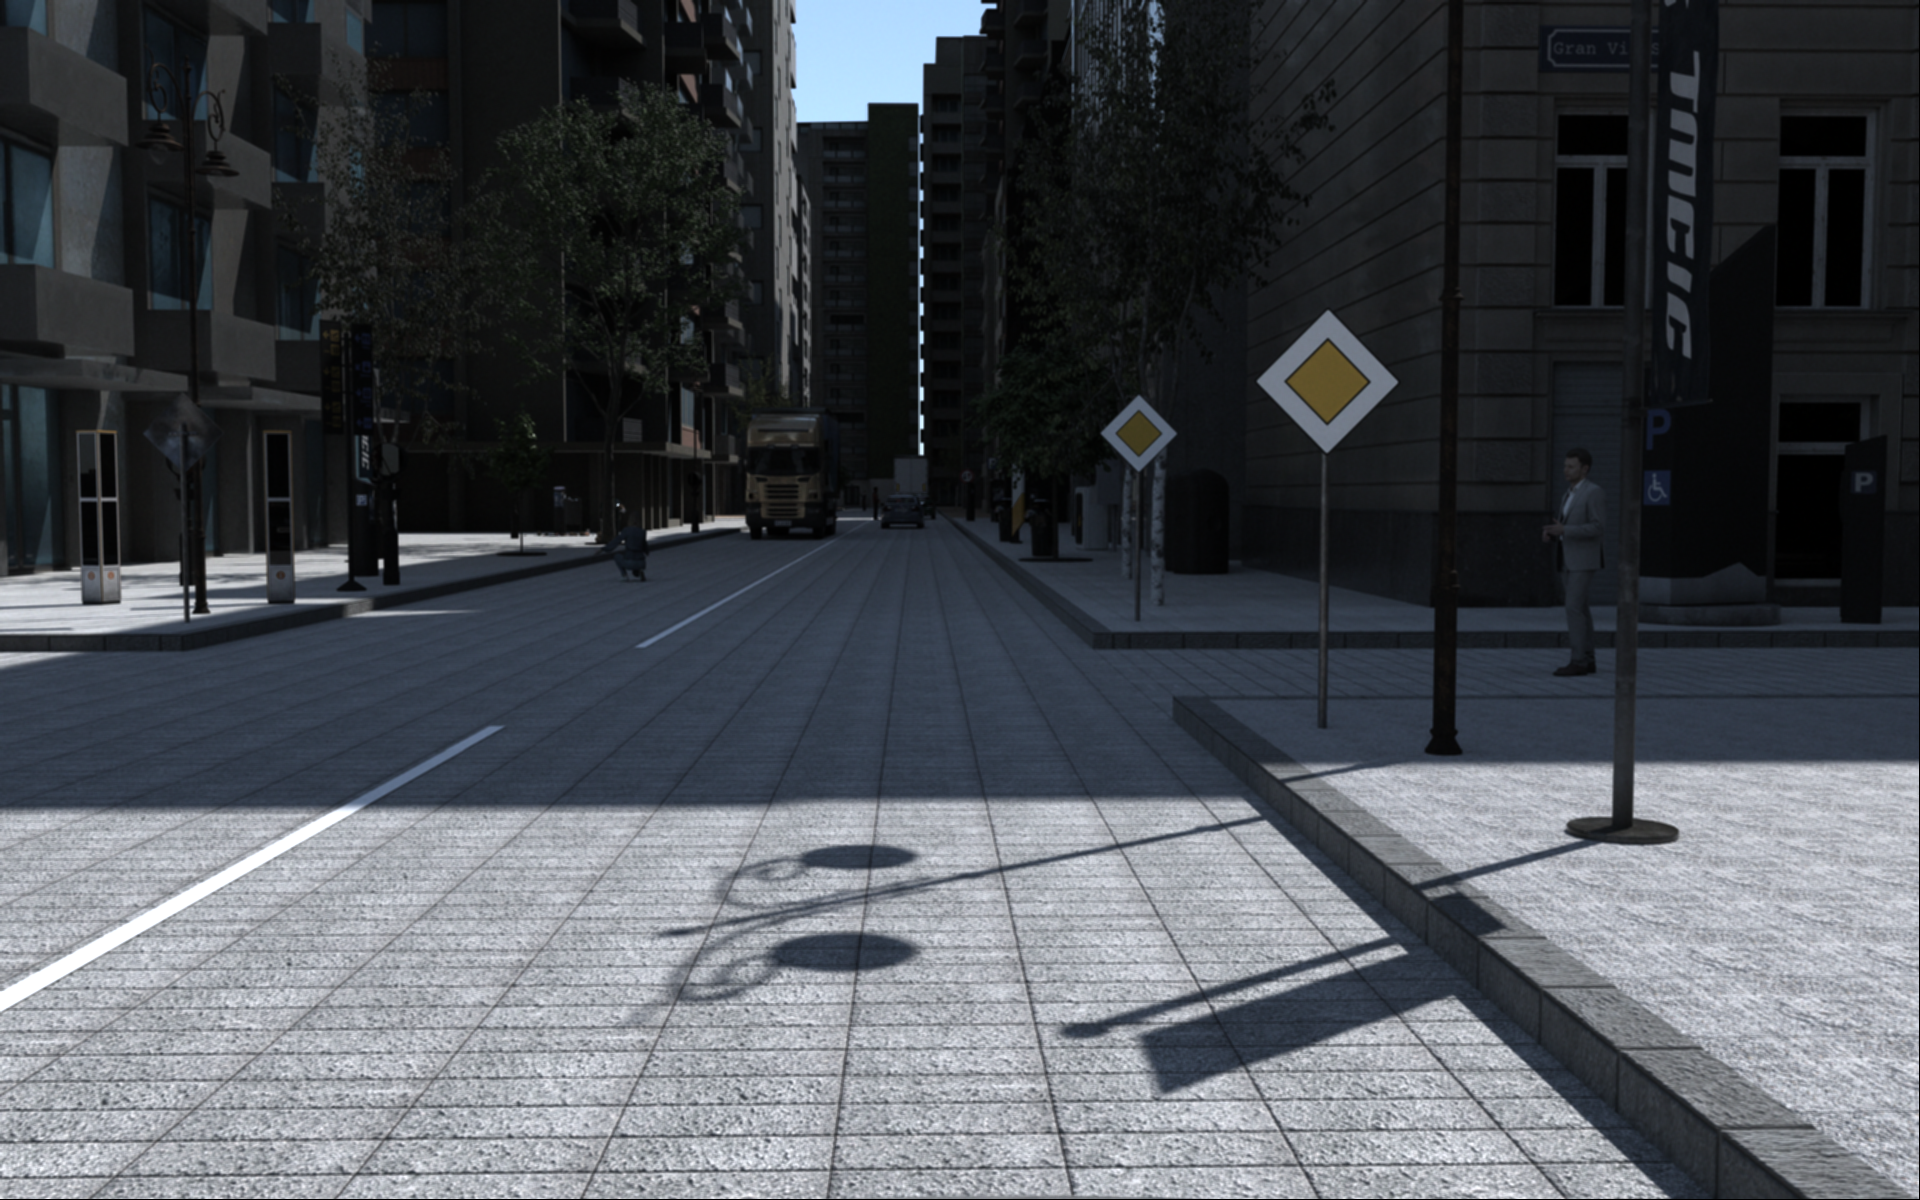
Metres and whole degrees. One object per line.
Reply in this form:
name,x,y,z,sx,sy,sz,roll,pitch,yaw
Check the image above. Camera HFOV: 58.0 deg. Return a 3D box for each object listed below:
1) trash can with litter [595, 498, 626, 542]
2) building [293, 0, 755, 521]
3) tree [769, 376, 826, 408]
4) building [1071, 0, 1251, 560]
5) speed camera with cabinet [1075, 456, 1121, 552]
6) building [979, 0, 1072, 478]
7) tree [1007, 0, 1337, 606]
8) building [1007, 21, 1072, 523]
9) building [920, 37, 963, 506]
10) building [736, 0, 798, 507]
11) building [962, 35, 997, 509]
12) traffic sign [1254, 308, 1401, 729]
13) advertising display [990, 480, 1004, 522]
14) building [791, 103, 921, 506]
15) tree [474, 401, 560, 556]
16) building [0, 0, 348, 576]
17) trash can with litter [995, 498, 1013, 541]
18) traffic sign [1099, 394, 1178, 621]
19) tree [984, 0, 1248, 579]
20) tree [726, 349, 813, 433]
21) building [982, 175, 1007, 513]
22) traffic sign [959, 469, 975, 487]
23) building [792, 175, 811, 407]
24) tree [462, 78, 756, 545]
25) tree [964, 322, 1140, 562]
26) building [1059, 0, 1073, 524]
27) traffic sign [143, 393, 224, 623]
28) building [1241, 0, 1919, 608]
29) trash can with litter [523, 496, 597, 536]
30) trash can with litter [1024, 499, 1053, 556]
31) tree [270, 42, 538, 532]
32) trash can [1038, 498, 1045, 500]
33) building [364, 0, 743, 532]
trash can with litter,-9.235,-2.094,45.626,0.624,1.170,1.055,0,4,5
building,-24.639,-29.775,106.437,23.786,49.044,30.456,0,4,-1
tree,-10.332,-9.705,109.033,4.360,8.622,3.978,0,3,0
building,9.650,-13.748,42.809,12.078,24.808,19.932,0,4,-1
speed camera with cabinet,3.110,-2.748,39.261,0.660,3.252,2.038,-1,4,-10
building,12.784,-29.499,136.934,22.147,44.769,28.867,0,4,-1
tree,2.307,-4.257,19.967,4.360,8.622,3.978,0,3,0
building,8.845,-15.611,84.922,12.332,23.373,15.834,0,4,-1
building,6.517,-34.530,188.267,21.600,48.544,21.300,0,4,-1
building,-26.952,-33.430,135.819,28.713,52.752,27.495,0,4,-1
building,7.130,-29.058,158.688,14.154,41.232,14.086,0,4,-1
traffic sign,1.983,-0.354,9.431,0.795,2.450,0.064,0,4,-1
advertising display,1.718,-4.495,78.701,0.123,1.923,0.974,3,5,40
building,-11.236,-30.639,184.545,14.086,41.232,14.154,0,4,-1
tree,-9.074,-2.539,36.108,1.663,3.219,1.824,0,3,0
building,-25.069,-25.238,32.243,23.786,49.044,30.456,0,4,-1
trash can with litter,1.245,-2.175,46.953,0.624,1.170,1.055,0,4,1
traffic sign,1.789,-0.842,17.414,0.795,2.450,0.064,0,4,-1
tree,2.490,-4.641,26.245,4.737,8.622,4.395,0,3,0
tree,-9.987,-8.465,88.759,4.737,8.622,4.395,0,3,0
building,15.742,-16.135,108.838,27.650,21.520,28.899,0,4,-1
traffic sign,0.349,-5.287,86.548,0.768,2.556,0.104,0,4,5
building,-20.830,-23.685,158.958,14.107,30.474,14.160,0,4,-1
tree,-8.752,-7.204,43.540,9.928,11.665,9.643,0,3,0
tree,1.803,-3.032,33.294,4.285,4.588,4.351,0,3,0
building,11.197,-16.951,64.546,14.401,28.519,23.554,0,4,-1
traffic sign,-7.703,-0.829,17.204,0.795,2.450,0.064,0,4,-1
building,17.277,-13.905,24.617,25.104,27.353,12.463,0,4,-1
trash can with litter,-12.264,-2.578,53.202,2.233,1.210,1.678,0,4,1
trash can with litter,1.702,-1.506,36.010,0.624,1.170,1.055,1,4,10
tree,-9.393,-4.791,28.697,4.360,8.622,3.978,0,3,0
trash can,3.140,-3.622,70.878,0.748,1.137,0.748,0,3,0
building,-20.747,-25.410,70.081,22.147,44.769,28.867,0,4,-1
